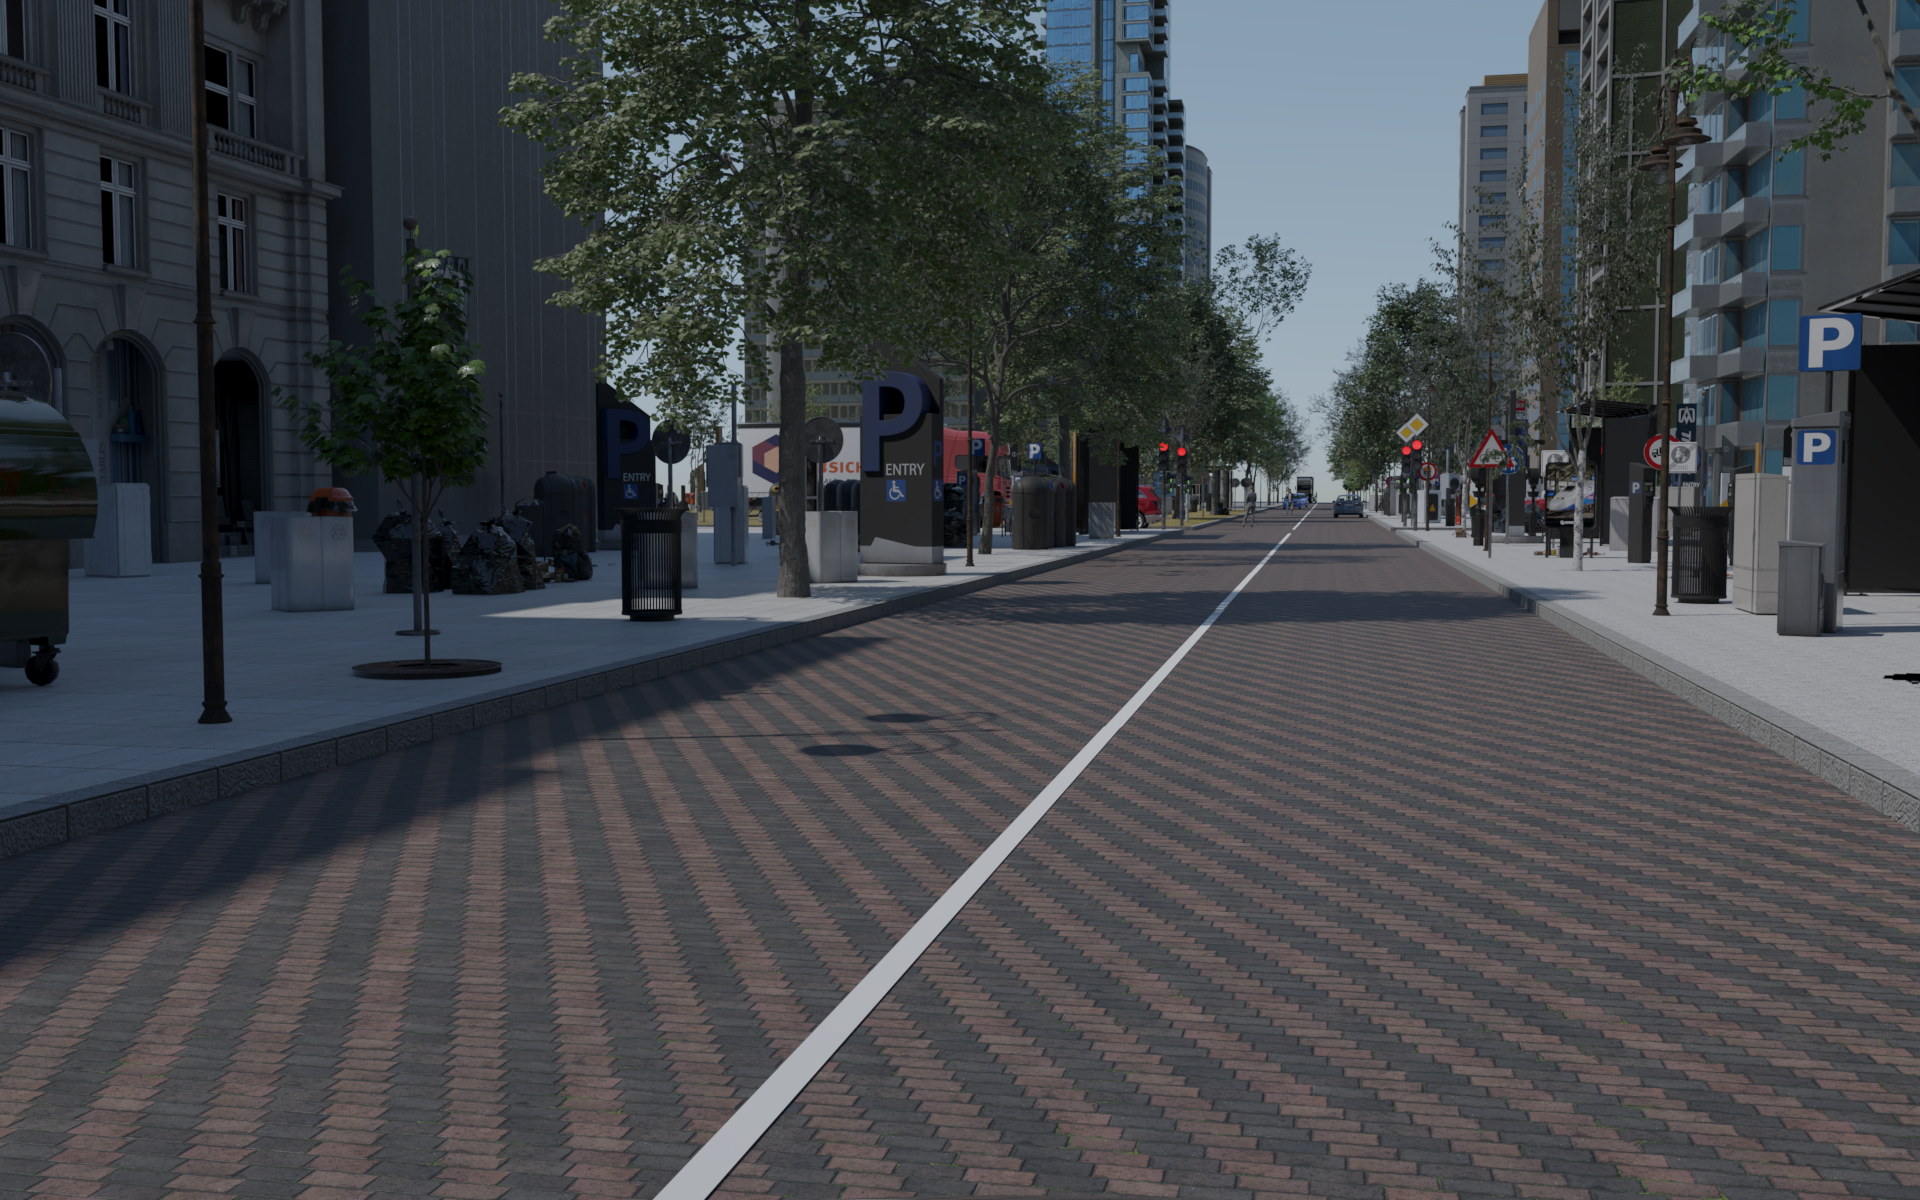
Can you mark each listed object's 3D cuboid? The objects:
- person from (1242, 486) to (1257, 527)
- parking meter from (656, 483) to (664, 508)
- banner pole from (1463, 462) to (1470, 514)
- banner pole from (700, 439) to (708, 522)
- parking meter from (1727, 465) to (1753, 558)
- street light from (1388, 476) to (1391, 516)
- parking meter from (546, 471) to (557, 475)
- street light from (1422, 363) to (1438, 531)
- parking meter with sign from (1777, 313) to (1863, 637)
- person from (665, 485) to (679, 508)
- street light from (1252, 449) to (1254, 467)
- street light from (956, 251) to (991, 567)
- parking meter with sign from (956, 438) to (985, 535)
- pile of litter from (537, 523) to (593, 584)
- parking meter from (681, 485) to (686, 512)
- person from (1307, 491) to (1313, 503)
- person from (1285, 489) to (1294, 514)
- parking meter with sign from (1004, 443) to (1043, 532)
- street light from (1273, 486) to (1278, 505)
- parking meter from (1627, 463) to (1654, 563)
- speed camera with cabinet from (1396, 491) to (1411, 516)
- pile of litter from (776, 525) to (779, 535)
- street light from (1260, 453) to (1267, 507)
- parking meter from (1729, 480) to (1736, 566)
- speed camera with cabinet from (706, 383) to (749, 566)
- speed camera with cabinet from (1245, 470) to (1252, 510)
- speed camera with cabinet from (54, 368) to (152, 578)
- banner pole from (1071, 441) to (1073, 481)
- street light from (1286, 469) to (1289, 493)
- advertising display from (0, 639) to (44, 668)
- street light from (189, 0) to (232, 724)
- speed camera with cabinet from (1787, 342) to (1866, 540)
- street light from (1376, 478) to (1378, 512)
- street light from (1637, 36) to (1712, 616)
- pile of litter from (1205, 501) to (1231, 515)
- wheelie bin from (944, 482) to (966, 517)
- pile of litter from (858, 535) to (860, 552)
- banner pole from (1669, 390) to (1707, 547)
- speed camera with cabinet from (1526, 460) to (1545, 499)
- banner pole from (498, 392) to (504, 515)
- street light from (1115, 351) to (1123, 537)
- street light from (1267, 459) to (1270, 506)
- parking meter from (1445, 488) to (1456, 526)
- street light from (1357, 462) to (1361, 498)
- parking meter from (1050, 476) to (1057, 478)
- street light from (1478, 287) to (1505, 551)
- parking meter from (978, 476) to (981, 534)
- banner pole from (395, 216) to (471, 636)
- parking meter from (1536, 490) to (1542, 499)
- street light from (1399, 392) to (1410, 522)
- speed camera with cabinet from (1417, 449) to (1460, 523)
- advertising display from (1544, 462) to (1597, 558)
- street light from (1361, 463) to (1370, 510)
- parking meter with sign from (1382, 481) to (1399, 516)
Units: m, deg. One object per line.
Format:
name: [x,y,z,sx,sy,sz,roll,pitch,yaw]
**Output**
person: [12.537,-4.051,75.014,0.520,1.790,0.573,-2,4,-28]
parking meter: [-15.813,-5.225,91.147,0.255,1.863,0.399,3,5,40]
banner pole: [32.919,-7.519,112.956,0.401,3.779,0.863,-3,4,-39]
banner pole: [-11.597,-5.464,79.356,0.401,3.779,0.863,2,4,32]
parking meter: [15.494,-1.757,34.436,0.399,1.863,0.255,0,4,4]
street light: [24.703,-7.756,99.591,0.468,5.910,1.993,1,4,12]
parking meter: [-10.477,-2.369,44.447,0.255,1.863,0.399,-1,4,-17]
street light: [16.196,-5.323,59.823,0.468,5.910,1.993,1,4,12]
parking meter with sign: [8.016,-1.220,16.205,0.543,3.016,1.738,2,4,32]
person: [-12.063,-3.875,71.834,0.794,1.824,0.713,-2,4,-27]
street light: [24.462,-10.538,145.090,0.468,5.910,1.993,1,4,12]
street light: [0.176,-3.532,30.530,0.468,5.910,1.993,1,4,12]
parking meter with sign: [0.178,-3.504,53.550,0.543,3.016,1.738,2,4,24]
pile of litter: [-6.036,-0.703,25.463,1.176,0.858,1.719,1,4,23]
parking meter: [-17.890,-6.500,111.983,0.255,1.863,0.399,0,4,-2]
person: [53.280,-15.649,263.999,1.348,1.869,0.705,-1,4,-13]
person: [23.304,-6.950,122.113,0.794,1.824,0.713,3,4,36]
parking meter with sign: [2.120,-3.827,58.840,0.543,3.016,1.738,2,4,34]
street light: [37.682,-14.382,207.925,0.468,5.910,1.993,1,4,12]
parking meter: [12.629,-1.616,32.126,0.255,1.863,0.399,-2,4,-26]
speed camera with cabinet: [26.118,-6.430,99.466,2.038,3.252,0.660,1,4,14]
pile of litter: [-5.535,-2.482,54.544,1.176,0.858,1.719,2,4,34]
street light: [28.873,-11.828,166.179,0.468,5.910,1.993,1,4,12]
parking meter: [13.934,-1.373,30.865,0.372,1.533,0.369,0,3,0]
speed camera with cabinet: [-4.234,-2.278,31.575,0.660,3.252,2.038,0,4,-2]
speed camera with cabinet: [23.095,-8.842,138.905,0.660,3.252,2.038,1,4,9]
speed camera with cabinet: [-13.498,-2.002,27.071,2.038,3.252,0.660,2,4,34]
banner pole: [5.463,-5.602,81.608,0.863,3.779,0.401,3,4,36]
street light: [50.648,-18.105,268.800,0.468,5.910,1.993,1,4,12]
advertising display: [-7.062,-0.466,12.825,0.974,1.923,0.123,2,4,31]
street light: [-4.189,-2.249,9.561,0.468,5.910,1.993,1,4,12]
speed camera with cabinet: [11.372,-1.766,23.207,0.660,3.252,2.038,-1,4,-12]
street light: [29.006,-9.031,120.445,0.468,5.910,1.993,1,4,12]
street light: [7.411,-2.773,18.122,0.468,5.910,1.993,1,4,12]
pile of litter: [15.825,-5.646,106.271,1.719,0.858,1.176,0,4,1]
wheelie bin: [-0.234,-2.380,46.820,0.693,1.594,0.980,2,4,30]
pile of litter: [-2.036,-1.496,38.431,1.176,0.858,1.719,-2,4,-35]
banner pole: [17.755,-3.178,41.980,0.863,3.779,0.401,1,4,10]
speed camera with cabinet: [33.998,-6.552,101.459,2.038,3.252,0.660,-3,4,-38]
banner pole: [-11.243,-3.212,42.537,0.401,3.779,0.863,-1,4,-15]
street light: [4.740,-4.823,51.640,0.468,5.910,1.993,1,4,12]
street light: [33.306,-13.113,187.192,0.468,5.910,1.993,1,4,12]
parking meter: [19.458,-3.687,68.700,0.372,1.533,0.369,0,3,0]
street light: [40.334,-12.318,174.183,0.468,5.910,1.993,1,4,12]
parking meter: [3.106,-3.148,57.188,0.255,1.863,0.399,1,4,14]
street light: [11.867,-4.040,38.839,0.468,5.910,1.993,1,4,12]
parking meter: [0.513,-3.080,56.072,0.255,1.863,0.399,1,4,10]
banner pole: [-4.818,-1.584,15.910,0.401,3.779,0.863,3,4,37]
parking meter: [39.706,-6.748,118.735,0.372,1.533,0.369,0,3,0]
street light: [20.180,-6.481,78.754,0.468,5.910,1.993,1,4,12]
speed camera with cabinet: [21.089,-5.016,76.347,2.038,3.252,0.660,-2,4,-27]
advertising display: [12.237,-1.806,34.735,0.974,1.923,0.123,2,4,25]
street light: [35.878,-11.015,152.881,0.468,5.910,1.993,1,4,12]
parking meter with sign: [25.647,-6.460,101.878,1.738,3.016,0.543,2,4,34]
